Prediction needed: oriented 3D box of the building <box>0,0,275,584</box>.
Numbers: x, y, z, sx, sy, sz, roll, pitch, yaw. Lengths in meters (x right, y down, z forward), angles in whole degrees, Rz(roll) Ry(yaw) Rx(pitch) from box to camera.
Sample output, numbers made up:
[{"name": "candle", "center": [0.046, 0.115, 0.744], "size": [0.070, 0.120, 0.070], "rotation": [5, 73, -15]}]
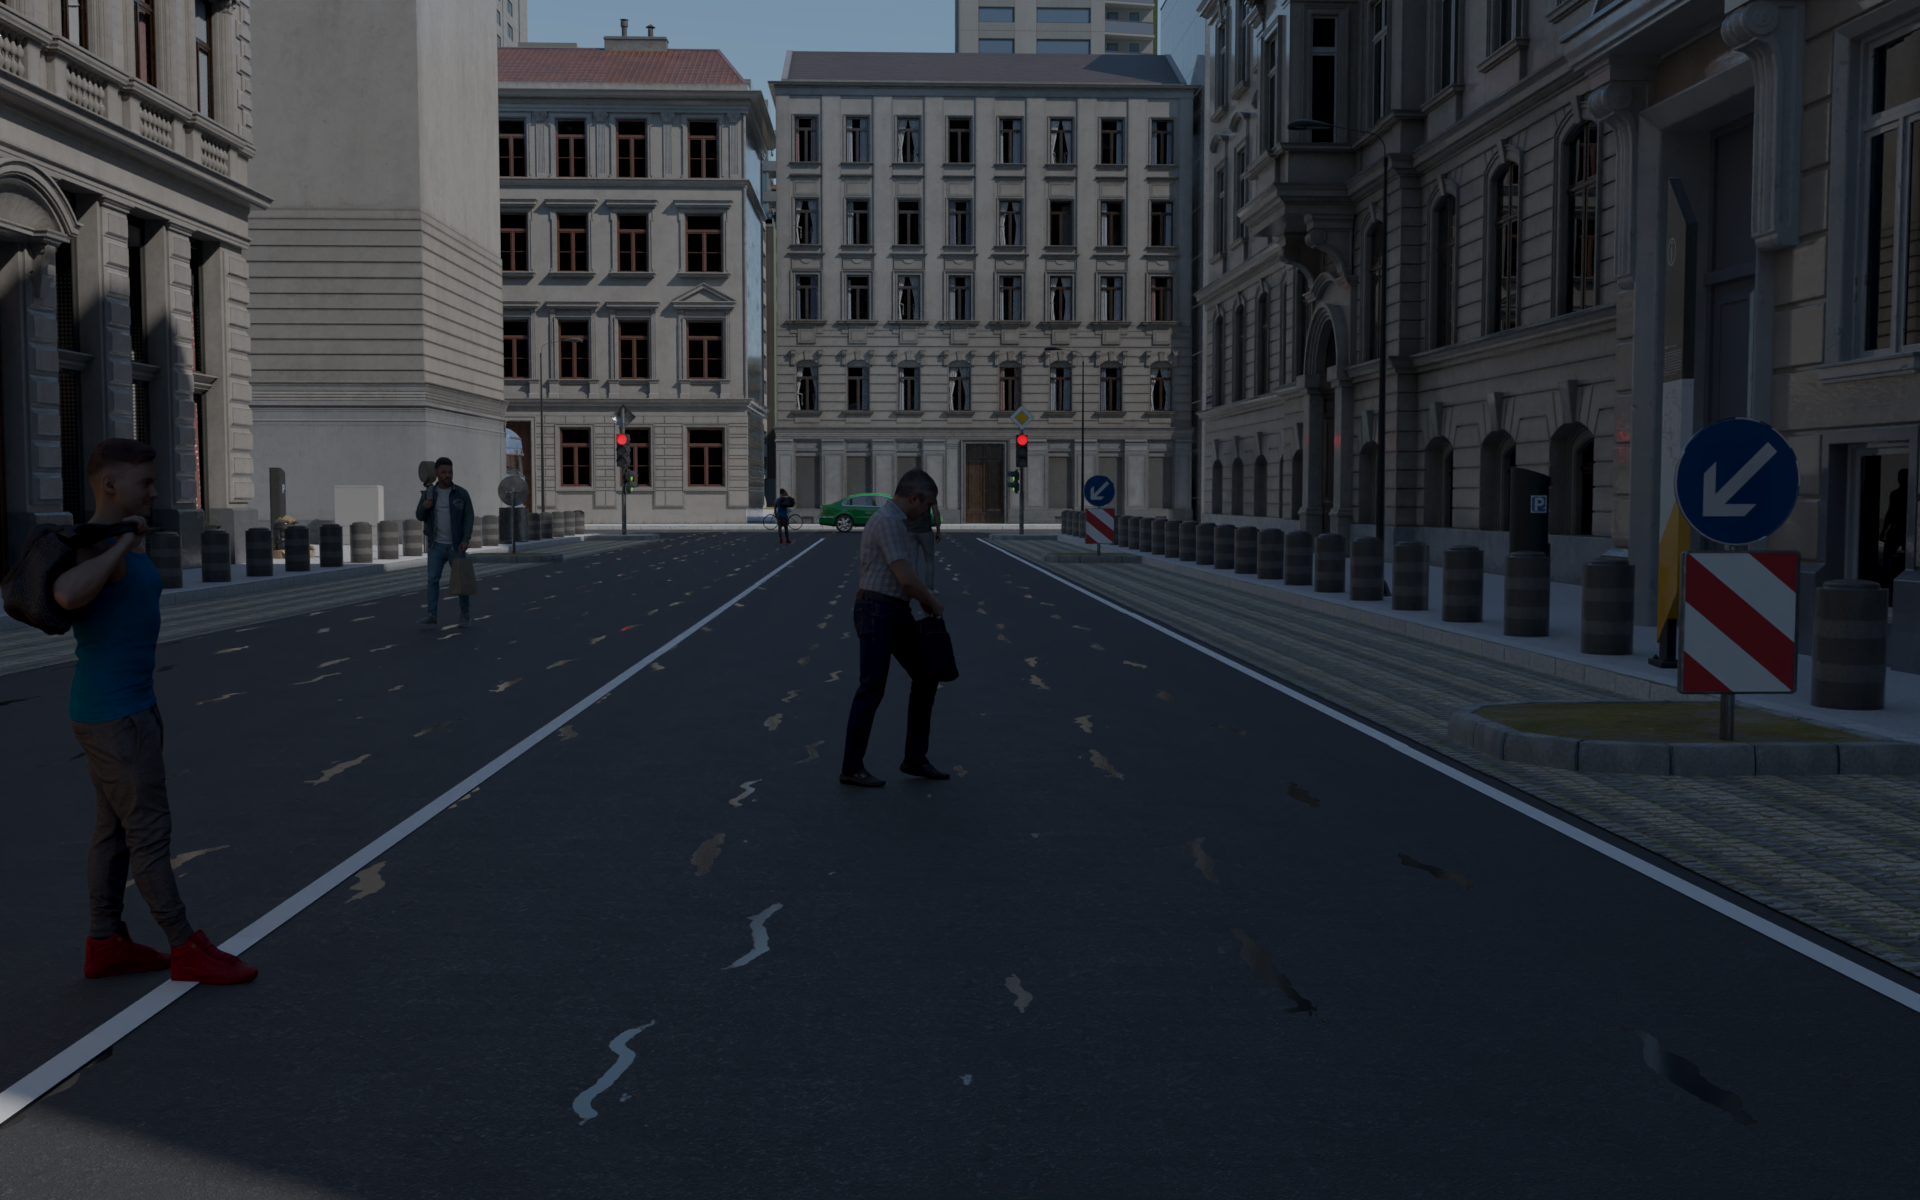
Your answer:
[{"name": "building", "center": [-17.682, -11.855, 22.702], "size": [11.050, 23.489, 19.941], "rotation": [0, 4, -2]}]

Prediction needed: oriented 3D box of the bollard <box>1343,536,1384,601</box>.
[{"name": "bollard", "center": [4.920, -0.381, 20.941], "size": [0.404, 0.777, 0.398], "rotation": [0, 3, 0]}]

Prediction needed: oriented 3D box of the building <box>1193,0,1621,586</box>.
[{"name": "building", "center": [13.316, -13.265, 35.973], "size": [14.460, 24.649, 34.723], "rotation": [0, 4, -2]}]

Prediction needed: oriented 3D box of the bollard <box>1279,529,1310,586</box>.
[{"name": "bollard", "center": [4.780, -0.595, 24.442], "size": [0.404, 0.777, 0.398], "rotation": [0, 3, 0]}]

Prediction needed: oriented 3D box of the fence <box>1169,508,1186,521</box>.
[{"name": "fence", "center": [9.097, -3.494, 72.509], "size": [0.278, 0.683, 2.069], "rotation": [-1, 4, -13]}]

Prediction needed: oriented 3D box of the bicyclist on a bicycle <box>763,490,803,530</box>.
[{"name": "bicyclist on a bicycle", "center": [-7.100, -3.631, 69.385], "size": [1.625, 1.676, 1.499], "rotation": [0, 4, -3]}]

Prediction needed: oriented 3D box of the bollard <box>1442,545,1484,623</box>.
[{"name": "bollard", "center": [5.067, -0.167, 17.450], "size": [0.404, 0.777, 0.398], "rotation": [0, 3, 0]}]

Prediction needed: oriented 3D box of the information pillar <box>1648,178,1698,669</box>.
[{"name": "information pillar", "center": [5.256, -1.306, 12.702], "size": [0.183, 3.616, 0.504], "rotation": [0, 4, 7]}]

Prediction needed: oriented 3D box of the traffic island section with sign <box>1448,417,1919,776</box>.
[{"name": "traffic island section with sign", "center": [3.868, -0.066, 9.701], "size": [1.989, 1.847, 2.006], "rotation": [0, 4, -2]}]

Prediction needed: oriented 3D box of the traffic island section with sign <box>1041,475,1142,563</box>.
[{"name": "traffic island section with sign", "center": [2.750, -1.713, 36.633], "size": [1.989, 1.847, 2.006], "rotation": [0, 4, -2]}]

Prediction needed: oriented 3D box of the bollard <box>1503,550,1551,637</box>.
[{"name": "bollard", "center": [5.141, -0.060, 15.704], "size": [0.404, 0.777, 0.398], "rotation": [0, 3, 0]}]

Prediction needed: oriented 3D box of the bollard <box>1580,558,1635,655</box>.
[{"name": "bollard", "center": [5.214, 0.047, 13.943], "size": [0.404, 0.777, 0.398], "rotation": [0, 3, 0]}]

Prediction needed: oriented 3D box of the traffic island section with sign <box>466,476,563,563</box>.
[{"name": "traffic island section with sign", "center": [-9.487, -1.710, 36.595], "size": [1.989, 1.847, 2.006], "rotation": [0, 4, -2]}]

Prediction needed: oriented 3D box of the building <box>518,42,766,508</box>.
[{"name": "building", "center": [-33.955, -28.231, 153.457], "size": [32.217, 40.220, 23.993], "rotation": [0, 4, -2]}]

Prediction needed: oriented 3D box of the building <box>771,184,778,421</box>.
[{"name": "building", "center": [-20.860, -35.929, 242.065], "size": [28.867, 44.769, 22.147], "rotation": [0, 4, -2]}]

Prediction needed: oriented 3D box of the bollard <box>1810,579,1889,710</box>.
[{"name": "bollard", "center": [5.360, 0.262, 10.438], "size": [0.404, 0.777, 0.398], "rotation": [0, 3, 0]}]

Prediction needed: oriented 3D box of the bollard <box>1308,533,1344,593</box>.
[{"name": "bollard", "center": [4.847, -0.487, 22.682], "size": [0.404, 0.777, 0.398], "rotation": [0, 3, 0]}]

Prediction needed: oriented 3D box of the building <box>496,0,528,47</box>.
[{"name": "building", "center": [-61.514, -46.548, 199.317], "size": [20.611, 71.187, 20.563], "rotation": [0, 4, -2]}]

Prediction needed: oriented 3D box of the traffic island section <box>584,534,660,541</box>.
[{"name": "traffic island section", "center": [-10.559, -1.962, 54.365], "size": [2.009, 0.180, 2.903], "rotation": [0, 4, -2]}]

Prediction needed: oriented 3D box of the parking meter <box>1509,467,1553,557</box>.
[{"name": "parking meter", "center": [5.369, -0.484, 16.320], "size": [0.372, 1.533, 0.369], "rotation": [0, 3, 0]}]

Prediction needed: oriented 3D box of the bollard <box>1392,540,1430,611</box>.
[{"name": "bollard", "center": [4.995, -0.274, 19.198], "size": [0.404, 0.777, 0.398], "rotation": [0, 3, 0]}]

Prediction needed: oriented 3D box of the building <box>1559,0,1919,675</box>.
[{"name": "building", "center": [13.184, -13.553, 7.495], "size": [13.634, 28.700, 20.117], "rotation": [0, 4, -2]}]

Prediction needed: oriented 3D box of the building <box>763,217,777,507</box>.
[{"name": "building", "center": [-25.731, -24.552, 173.128], "size": [14.160, 30.474, 14.107], "rotation": [0, 4, -2]}]

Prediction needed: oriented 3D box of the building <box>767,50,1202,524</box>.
[{"name": "building", "center": [0.873, -13.998, 78.026], "size": [18.267, 20.994, 9.793], "rotation": [0, 4, -2]}]

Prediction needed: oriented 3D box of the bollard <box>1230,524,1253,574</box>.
[{"name": "bollard", "center": [4.631, -0.808, 27.927], "size": [0.404, 0.777, 0.398], "rotation": [0, 3, 0]}]

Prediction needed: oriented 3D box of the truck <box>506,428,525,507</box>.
[{"name": "truck", "center": [-24.784, -4.489, 63.159], "size": [18.799, 4.110, 2.967], "rotation": [0, 4, -2]}]

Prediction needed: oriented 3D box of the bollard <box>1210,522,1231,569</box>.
[{"name": "bollard", "center": [4.557, -0.915, 29.676], "size": [0.404, 0.777, 0.398], "rotation": [0, 3, 0]}]

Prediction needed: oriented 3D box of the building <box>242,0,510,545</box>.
[{"name": "building", "center": [-22.635, -12.150, 47.810], "size": [18.267, 20.994, 9.793], "rotation": [0, 4, -2]}]

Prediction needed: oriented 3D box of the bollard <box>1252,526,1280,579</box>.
[{"name": "bollard", "center": [4.699, -0.701, 26.186], "size": [0.404, 0.777, 0.398], "rotation": [0, 3, 0]}]

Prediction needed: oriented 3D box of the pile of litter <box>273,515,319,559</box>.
[{"name": "pile of litter", "center": [-13.473, -1.271, 34.749], "size": [1.719, 0.858, 1.176], "rotation": [-1, 4, -13]}]

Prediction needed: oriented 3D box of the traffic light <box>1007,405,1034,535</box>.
[{"name": "traffic light", "center": [1.931, -4.027, 54.766], "size": [0.839, 4.253, 0.868], "rotation": [0, 4, -2]}]

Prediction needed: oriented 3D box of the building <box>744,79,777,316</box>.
[{"name": "building", "center": [-35.933, -35.460, 199.374], "size": [30.456, 49.044, 23.786], "rotation": [0, 4, -2]}]

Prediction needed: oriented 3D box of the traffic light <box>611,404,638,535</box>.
[{"name": "traffic light", "center": [-10.519, -3.995, 54.232], "size": [0.839, 4.253, 0.868], "rotation": [0, 4, -2]}]

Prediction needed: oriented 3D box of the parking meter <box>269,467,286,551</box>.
[{"name": "parking meter", "center": [-15.046, -1.988, 38.219], "size": [0.255, 1.863, 0.399], "rotation": [0, 4, -6]}]

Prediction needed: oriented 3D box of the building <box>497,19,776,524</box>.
[{"name": "building", "center": [-19.074, -14.788, 77.935], "size": [21.152, 22.565, 11.583], "rotation": [0, 4, -2]}]

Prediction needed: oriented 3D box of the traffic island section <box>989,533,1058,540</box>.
[{"name": "traffic island section", "center": [1.972, -1.994, 54.882], "size": [2.009, 0.180, 2.903], "rotation": [0, 4, -2]}]

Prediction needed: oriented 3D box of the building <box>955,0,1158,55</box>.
[{"name": "building", "center": [9.932, -39.177, 182.538], "size": [21.231, 58.520, 28.212], "rotation": [0, 4, -2]}]

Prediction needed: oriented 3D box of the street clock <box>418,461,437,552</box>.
[{"name": "street clock", "center": [-11.661, -2.045, 38.001], "size": [0.358, 2.002, 0.471], "rotation": [-3, 5, -43]}]

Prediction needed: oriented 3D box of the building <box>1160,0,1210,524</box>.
[{"name": "building", "center": [19.930, -15.982, 79.331], "size": [19.932, 24.808, 12.078], "rotation": [0, 4, -2]}]
